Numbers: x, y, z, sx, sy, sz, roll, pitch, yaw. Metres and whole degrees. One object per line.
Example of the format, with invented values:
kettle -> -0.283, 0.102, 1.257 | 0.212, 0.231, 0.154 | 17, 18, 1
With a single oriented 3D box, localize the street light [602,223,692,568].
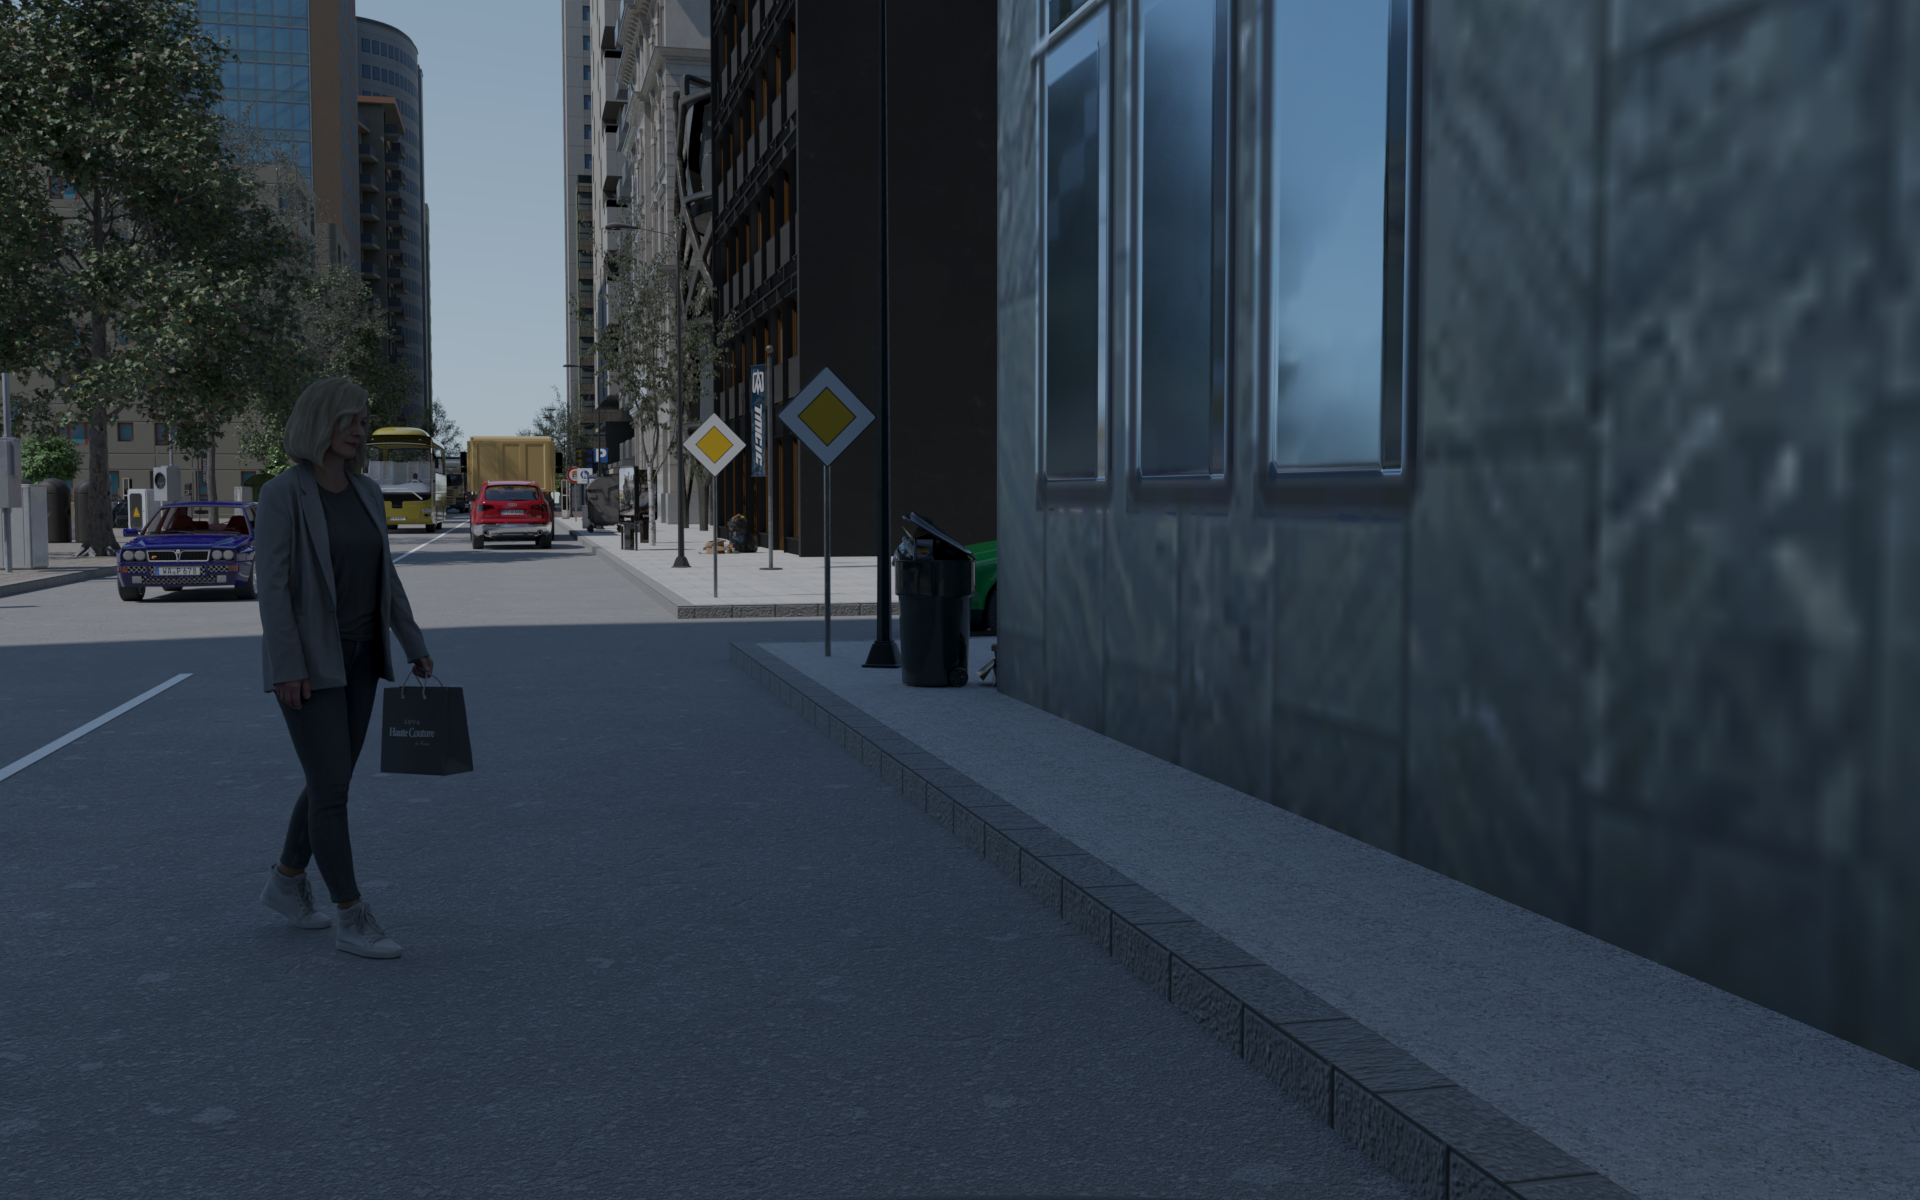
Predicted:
street light -> -5.393, -3.511, 29.945 | 1.470, 5.913, 1.316 | -1, 4, -14

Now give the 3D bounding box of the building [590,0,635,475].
building -> -15.655, -33.739, 140.865 | 28.713, 52.752, 27.495 | -1, 4, -14

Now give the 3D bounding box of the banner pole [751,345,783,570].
banner pole -> -3.342, -2.411, 29.438 | 0.401, 3.779, 0.863 | -3, 4, -36

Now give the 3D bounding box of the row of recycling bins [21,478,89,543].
row of recycling bins -> -24.184, -2.348, 45.502 | 3.534, 1.692, 1.069 | 0, 4, 1

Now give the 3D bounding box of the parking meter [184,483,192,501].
parking meter -> -39.138, -5.025, 87.867 | 0.255, 1.863, 0.399 | 0, 4, -4

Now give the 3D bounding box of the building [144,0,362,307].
building -> -50.939, -28.996, 124.201 | 14.600, 45.320, 14.200 | -1, 4, -14

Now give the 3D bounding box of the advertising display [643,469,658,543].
advertising display -> -8.255, -2.459, 45.424 | 0.123, 1.923, 0.974 | 2, 4, 24

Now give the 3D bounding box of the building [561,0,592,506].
building -> -33.648, -39.908, 194.492 | 21.231, 58.520, 28.212 | -1, 4, -14

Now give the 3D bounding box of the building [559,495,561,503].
building -> -39.575, -33.626, 241.660 | 32.217, 40.220, 23.993 | -1, 4, -14

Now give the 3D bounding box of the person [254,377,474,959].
person -> -1.981, 0.189, 5.593 | 0.728, 1.800, 0.709 | 2, 4, 29

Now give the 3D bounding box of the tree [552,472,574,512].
tree -> -28.973, -8.009, 125.548 | 1.663, 3.219, 1.824 | 0, 3, 0

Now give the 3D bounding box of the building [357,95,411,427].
building -> -70.936, -32.455, 185.255 | 22.147, 44.769, 28.867 | -1, 4, -14

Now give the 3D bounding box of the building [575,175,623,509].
building -> -28.361, -23.786, 160.595 | 14.160, 30.474, 14.107 | -1, 4, -14

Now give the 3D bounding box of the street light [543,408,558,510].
street light -> -21.719, -7.437, 94.131 | 1.470, 5.913, 1.316 | -1, 4, -14

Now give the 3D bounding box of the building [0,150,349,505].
building -> -51.841, -15.723, 102.113 | 27.650, 21.520, 28.899 | -1, 4, -14

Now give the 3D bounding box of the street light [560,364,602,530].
street light -> -13.481, -5.476, 62.075 | 1.470, 5.913, 1.316 | -1, 4, -14

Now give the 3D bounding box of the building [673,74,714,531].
building -> -2.358, -12.110, 65.456 | 16.820, 18.784, 16.811 | -1, 4, -14

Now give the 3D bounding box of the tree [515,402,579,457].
tree -> -41.647, -14.704, 174.826 | 8.767, 10.594, 7.601 | -1, 4, -21

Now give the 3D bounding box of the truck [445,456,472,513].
truck -> -38.503, -8.686, 130.925 | 2.839, 4.237, 11.283 | -1, 4, -12

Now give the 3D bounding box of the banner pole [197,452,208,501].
banner pole -> -31.423, -5.004, 71.840 | 0.401, 3.779, 0.863 | 1, 4, 18

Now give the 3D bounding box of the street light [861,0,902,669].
street light -> -1.089, -2.449, 12.586 | 1.470, 5.913, 1.316 | -1, 4, -14

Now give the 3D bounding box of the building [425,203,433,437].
building -> -79.303, -33.728, 235.039 | 14.154, 41.232, 14.086 | -1, 4, -14

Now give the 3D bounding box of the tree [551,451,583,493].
tree -> -29.829, -8.920, 129.554 | 4.285, 4.588, 4.351 | 0, 3, 0

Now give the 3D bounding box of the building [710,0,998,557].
building -> 0.774, -13.080, 43.536 | 12.332, 23.373, 15.834 | -1, 4, -14

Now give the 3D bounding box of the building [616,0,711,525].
building -> -9.004, -18.157, 84.256 | 14.401, 28.519, 23.554 | -1, 4, -14

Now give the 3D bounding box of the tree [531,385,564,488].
tree -> -25.239, -9.879, 111.883 | 4.360, 8.622, 3.978 | 0, 3, 0

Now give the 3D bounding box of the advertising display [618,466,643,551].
advertising display -> -7.552, -2.097, 39.505 | 0.123, 1.923, 0.974 | -2, 4, -33

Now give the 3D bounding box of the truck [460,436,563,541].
truck -> -14.628, -3.709, 56.560 | 3.469, 3.379, 9.791 | -1, 4, -14

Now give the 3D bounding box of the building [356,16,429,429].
building -> -77.325, -41.045, 213.084 | 21.231, 58.520, 28.212 | -1, 4, -14

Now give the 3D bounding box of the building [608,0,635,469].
building -> -10.571, -30.142, 112.425 | 23.786, 49.044, 30.456 | -1, 4, -14

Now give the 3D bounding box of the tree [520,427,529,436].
tree -> -35.810, -12.226, 150.263 | 4.360, 8.622, 3.978 | 0, 3, 0
